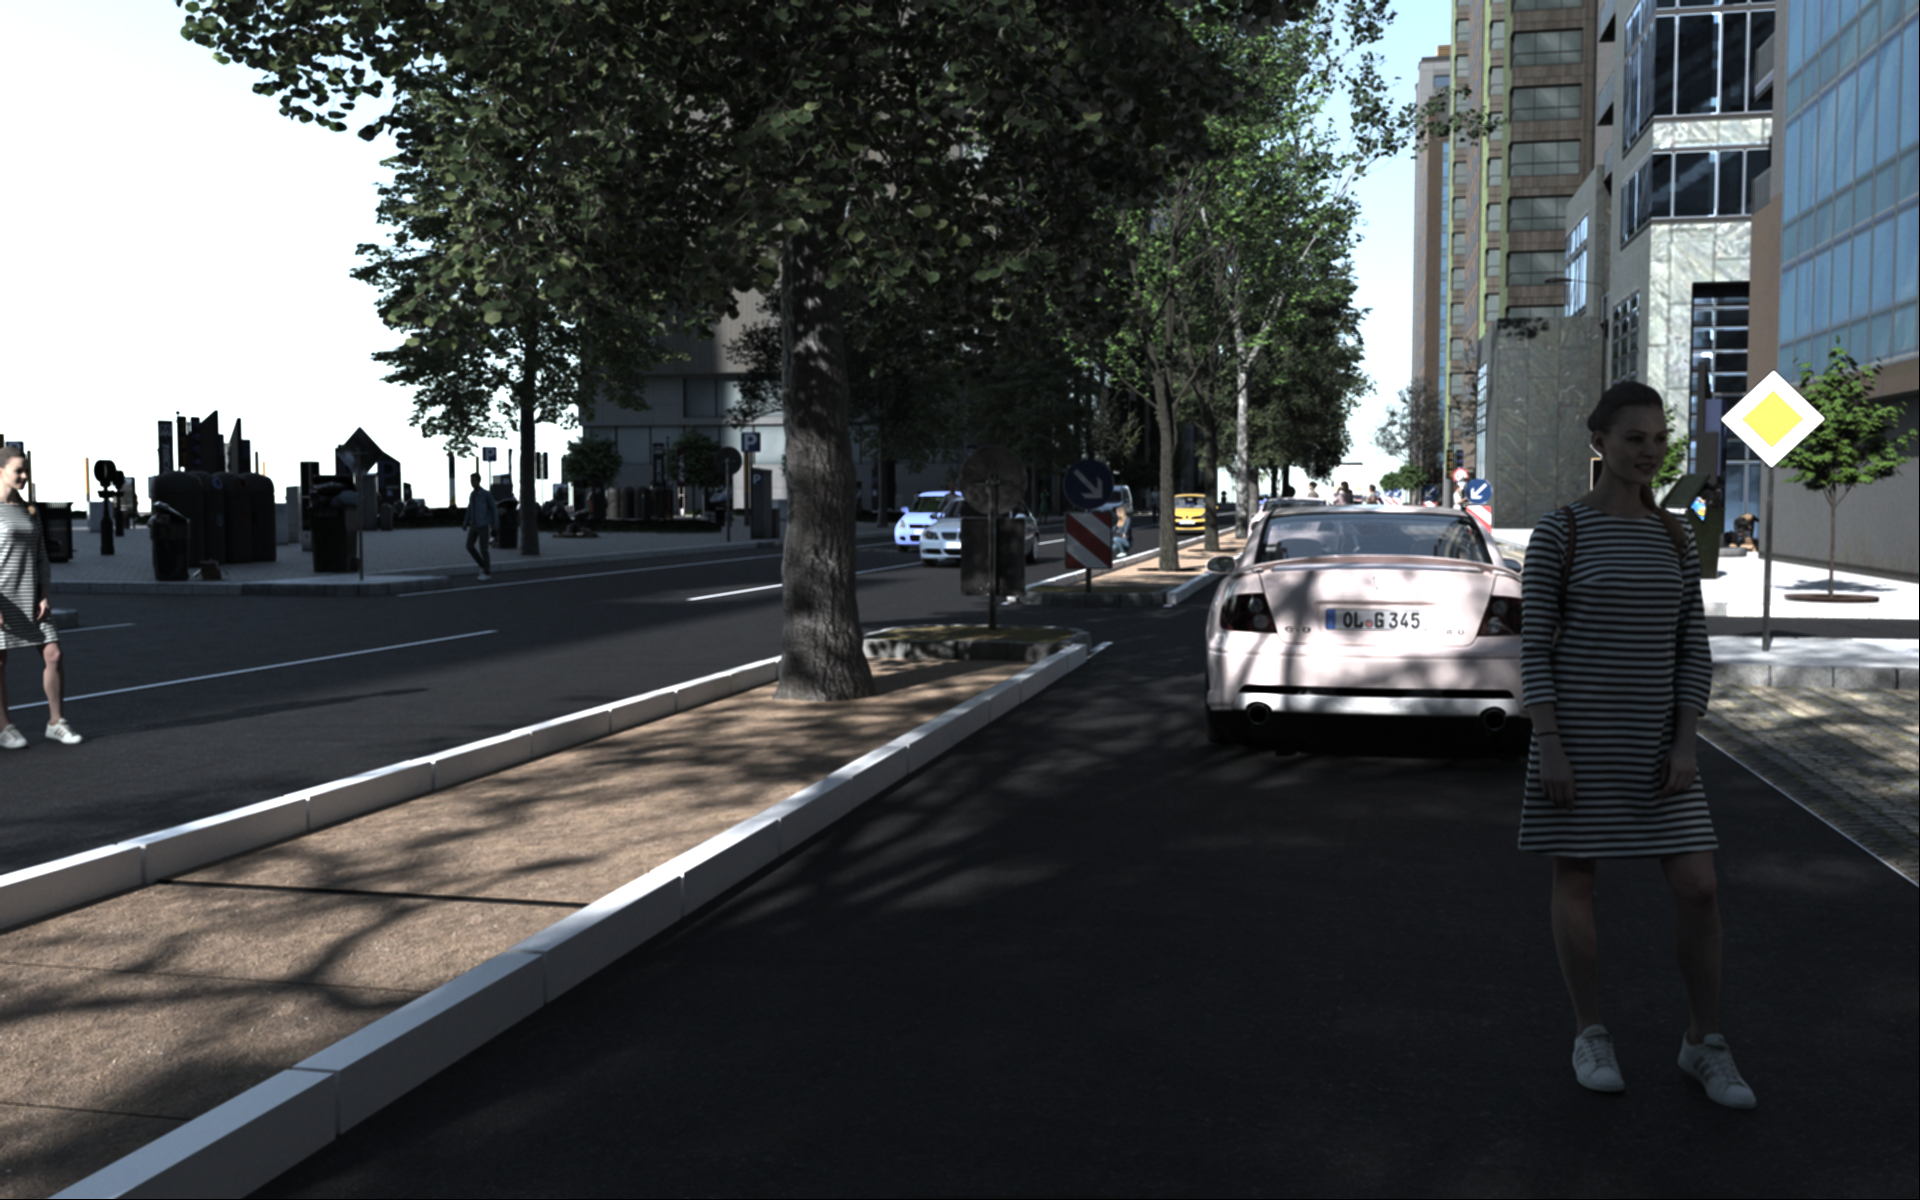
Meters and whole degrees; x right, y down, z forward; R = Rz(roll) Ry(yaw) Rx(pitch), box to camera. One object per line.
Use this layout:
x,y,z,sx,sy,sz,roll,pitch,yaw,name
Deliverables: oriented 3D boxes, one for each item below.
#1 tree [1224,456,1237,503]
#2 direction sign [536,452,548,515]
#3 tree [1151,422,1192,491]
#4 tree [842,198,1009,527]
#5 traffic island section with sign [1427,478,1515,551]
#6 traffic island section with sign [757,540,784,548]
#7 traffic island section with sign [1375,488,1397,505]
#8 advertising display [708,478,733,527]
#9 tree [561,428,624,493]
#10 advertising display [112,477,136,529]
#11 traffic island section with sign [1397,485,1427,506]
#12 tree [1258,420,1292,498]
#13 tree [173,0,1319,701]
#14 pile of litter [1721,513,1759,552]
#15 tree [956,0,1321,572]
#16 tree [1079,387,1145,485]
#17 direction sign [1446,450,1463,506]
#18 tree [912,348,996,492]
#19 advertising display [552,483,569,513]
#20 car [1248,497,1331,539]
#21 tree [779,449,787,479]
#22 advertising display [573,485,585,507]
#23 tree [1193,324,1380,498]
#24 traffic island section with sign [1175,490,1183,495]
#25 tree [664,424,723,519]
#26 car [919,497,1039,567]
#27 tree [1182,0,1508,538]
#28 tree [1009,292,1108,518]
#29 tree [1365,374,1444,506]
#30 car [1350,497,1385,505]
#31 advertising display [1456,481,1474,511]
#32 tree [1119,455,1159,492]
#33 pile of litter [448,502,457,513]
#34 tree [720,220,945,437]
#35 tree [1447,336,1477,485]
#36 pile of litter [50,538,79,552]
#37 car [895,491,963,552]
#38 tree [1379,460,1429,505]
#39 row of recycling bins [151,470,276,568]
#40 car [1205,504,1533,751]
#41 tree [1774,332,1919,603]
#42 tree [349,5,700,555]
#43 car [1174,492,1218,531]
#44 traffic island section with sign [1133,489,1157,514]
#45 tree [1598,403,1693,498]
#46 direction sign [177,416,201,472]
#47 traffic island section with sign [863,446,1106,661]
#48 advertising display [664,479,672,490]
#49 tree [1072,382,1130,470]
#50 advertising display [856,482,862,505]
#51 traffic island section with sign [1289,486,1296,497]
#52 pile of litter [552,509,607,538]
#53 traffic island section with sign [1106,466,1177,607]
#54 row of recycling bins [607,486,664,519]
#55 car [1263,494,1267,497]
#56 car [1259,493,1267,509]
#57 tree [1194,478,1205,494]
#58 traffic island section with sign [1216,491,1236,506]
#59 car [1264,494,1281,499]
39.948,-18.468,252.320,4.360,8.622,3.978,0,3,0,tree
-22.412,-6.173,92.922,0.379,3.537,0.876,2,4,32,direction sign
20.246,-13.106,164.650,4.360,8.622,3.978,0,3,0,tree
-3.228,-9.099,66.901,7.486,12.596,7.792,0,3,0,tree
13.023,-2.169,44.084,1.989,1.847,2.006,1,4,13,traffic island section with sign
-4.230,-2.334,46.796,1.989,1.847,2.006,1,4,13,traffic island section with sign
35.837,-8.367,145.434,1.989,1.847,2.006,1,4,13,traffic island section with sign
-9.474,-3.866,68.421,0.974,1.923,0.123,0,4,-1,advertising display
-18.333,-6.265,86.141,4.285,4.588,4.351,0,3,0,tree
-31.019,-3.613,64.279,0.974,1.923,0.123,1,4,19,advertising display
18.939,-3.777,70.384,1.989,1.847,2.006,1,4,13,traffic island section with sign
15.493,-8.047,84.392,4.737,8.622,4.395,0,3,0,tree
-0.958,-6.274,11.688,9.857,13.997,8.962,0,3,0,tree
17.557,-1.526,38.913,1.176,0.858,1.719,-2,4,-29,pile of litter
3.793,-6.342,31.903,9.928,11.665,9.643,0,3,0,tree
10.396,-10.367,119.860,4.737,8.622,4.395,0,3,0,tree
25.432,-5.940,89.108,0.876,3.537,0.379,-1,4,-8,direction sign
-0.405,-8.329,86.536,4.737,8.622,4.395,0,3,0,tree
-23.937,-6.033,103.852,0.974,1.923,0.123,0,4,5,advertising display
7.064,-1.457,36.188,2.083,1.381,4.827,1,4,14,car
-7.640,-6.416,88.620,4.285,4.588,4.351,0,3,0,tree
-20.558,-5.398,93.470,0.123,1.923,0.974,1,4,22,advertising display
17.431,-10.575,92.373,9.611,12.733,9.660,0,3,0,tree
18.919,-8.623,149.609,1.989,1.847,2.006,1,4,13,traffic island section with sign
-12.233,-5.889,80.003,4.285,4.588,4.351,0,3,0,tree
0.468,-1.430,35.389,2.014,1.417,4.499,1,4,13,car
10.085,-11.974,54.120,12.611,20.169,13.585,0,3,0,tree
4.101,-10.709,93.222,7.486,12.596,7.792,0,3,0,tree
46.313,-16.302,176.913,12.009,13.543,11.850,0,3,0,tree
15.452,-3.275,66.134,1.945,1.354,3.894,1,4,11,car
24.066,-4.717,82.340,0.974,1.923,0.123,0,4,3,advertising display
15.064,-9.896,145.519,4.285,4.588,4.351,0,3,0,tree
-26.002,-4.527,87.976,1.176,0.858,1.719,-1,4,-12,pile of litter
-4.384,-7.470,56.554,7.601,10.594,8.767,1,4,21,tree
23.476,-7.724,76.655,4.360,8.622,3.978,0,3,0,tree
-20.441,-1.488,38.294,1.719,0.858,1.176,-1,4,-22,pile of litter
-0.452,-2.106,44.016,1.945,1.707,3.694,1,4,14,car
42.401,-10.963,162.958,4.285,4.588,4.351,0,3,0,tree
-13.649,-1.502,31.671,1.069,1.692,3.534,0,4,4,row of recycling bins
2.600,0.073,11.162,2.083,1.381,4.827,1,4,12,car
10.377,-1.601,20.782,1.663,3.219,1.824,0,3,0,tree
-8.740,-7.214,36.080,7.486,12.596,7.792,0,3,0,tree
8.202,-3.147,61.677,2.015,1.641,3.980,1,4,11,car
12.921,-6.992,122.948,1.989,1.847,2.006,1,4,13,traffic island section with sign
12.655,-2.291,32.059,1.663,3.219,1.824,0,3,0,tree
-22.485,-3.583,50.573,0.379,3.537,0.876,1,4,19,direction sign
0.173,-0.472,15.853,2.006,1.907,1.989,1,4,13,traffic island section with sign
-12.901,-4.363,76.546,0.123,1.923,0.974,0,4,5,advertising display
9.127,-10.078,115.136,4.360,8.622,3.978,0,3,0,tree
-5.281,-5.100,88.600,0.123,1.923,0.974,1,4,20,advertising display
18.305,-5.398,96.390,2.006,1.907,1.989,1,4,13,traffic island section with sign
-11.240,-2.268,51.046,1.719,0.858,1.176,3,4,37,pile of litter
1.809,-0.914,23.078,2.006,1.907,1.989,1,4,13,traffic island section with sign
-17.005,-5.131,91.002,3.534,1.692,1.069,1,4,21,row of recycling bins
38.655,-12.980,221.813,1.945,1.707,3.694,1,4,12,car
20.482,-6.803,120.816,1.945,1.707,3.694,1,4,14,car
28.670,-12.850,204.691,1.663,3.219,1.824,0,3,0,tree
31.038,-11.914,203.427,1.989,1.847,2.006,1,4,13,traffic island section with sign
25.043,-7.733,138.440,2.014,1.417,4.499,1,4,12,car
